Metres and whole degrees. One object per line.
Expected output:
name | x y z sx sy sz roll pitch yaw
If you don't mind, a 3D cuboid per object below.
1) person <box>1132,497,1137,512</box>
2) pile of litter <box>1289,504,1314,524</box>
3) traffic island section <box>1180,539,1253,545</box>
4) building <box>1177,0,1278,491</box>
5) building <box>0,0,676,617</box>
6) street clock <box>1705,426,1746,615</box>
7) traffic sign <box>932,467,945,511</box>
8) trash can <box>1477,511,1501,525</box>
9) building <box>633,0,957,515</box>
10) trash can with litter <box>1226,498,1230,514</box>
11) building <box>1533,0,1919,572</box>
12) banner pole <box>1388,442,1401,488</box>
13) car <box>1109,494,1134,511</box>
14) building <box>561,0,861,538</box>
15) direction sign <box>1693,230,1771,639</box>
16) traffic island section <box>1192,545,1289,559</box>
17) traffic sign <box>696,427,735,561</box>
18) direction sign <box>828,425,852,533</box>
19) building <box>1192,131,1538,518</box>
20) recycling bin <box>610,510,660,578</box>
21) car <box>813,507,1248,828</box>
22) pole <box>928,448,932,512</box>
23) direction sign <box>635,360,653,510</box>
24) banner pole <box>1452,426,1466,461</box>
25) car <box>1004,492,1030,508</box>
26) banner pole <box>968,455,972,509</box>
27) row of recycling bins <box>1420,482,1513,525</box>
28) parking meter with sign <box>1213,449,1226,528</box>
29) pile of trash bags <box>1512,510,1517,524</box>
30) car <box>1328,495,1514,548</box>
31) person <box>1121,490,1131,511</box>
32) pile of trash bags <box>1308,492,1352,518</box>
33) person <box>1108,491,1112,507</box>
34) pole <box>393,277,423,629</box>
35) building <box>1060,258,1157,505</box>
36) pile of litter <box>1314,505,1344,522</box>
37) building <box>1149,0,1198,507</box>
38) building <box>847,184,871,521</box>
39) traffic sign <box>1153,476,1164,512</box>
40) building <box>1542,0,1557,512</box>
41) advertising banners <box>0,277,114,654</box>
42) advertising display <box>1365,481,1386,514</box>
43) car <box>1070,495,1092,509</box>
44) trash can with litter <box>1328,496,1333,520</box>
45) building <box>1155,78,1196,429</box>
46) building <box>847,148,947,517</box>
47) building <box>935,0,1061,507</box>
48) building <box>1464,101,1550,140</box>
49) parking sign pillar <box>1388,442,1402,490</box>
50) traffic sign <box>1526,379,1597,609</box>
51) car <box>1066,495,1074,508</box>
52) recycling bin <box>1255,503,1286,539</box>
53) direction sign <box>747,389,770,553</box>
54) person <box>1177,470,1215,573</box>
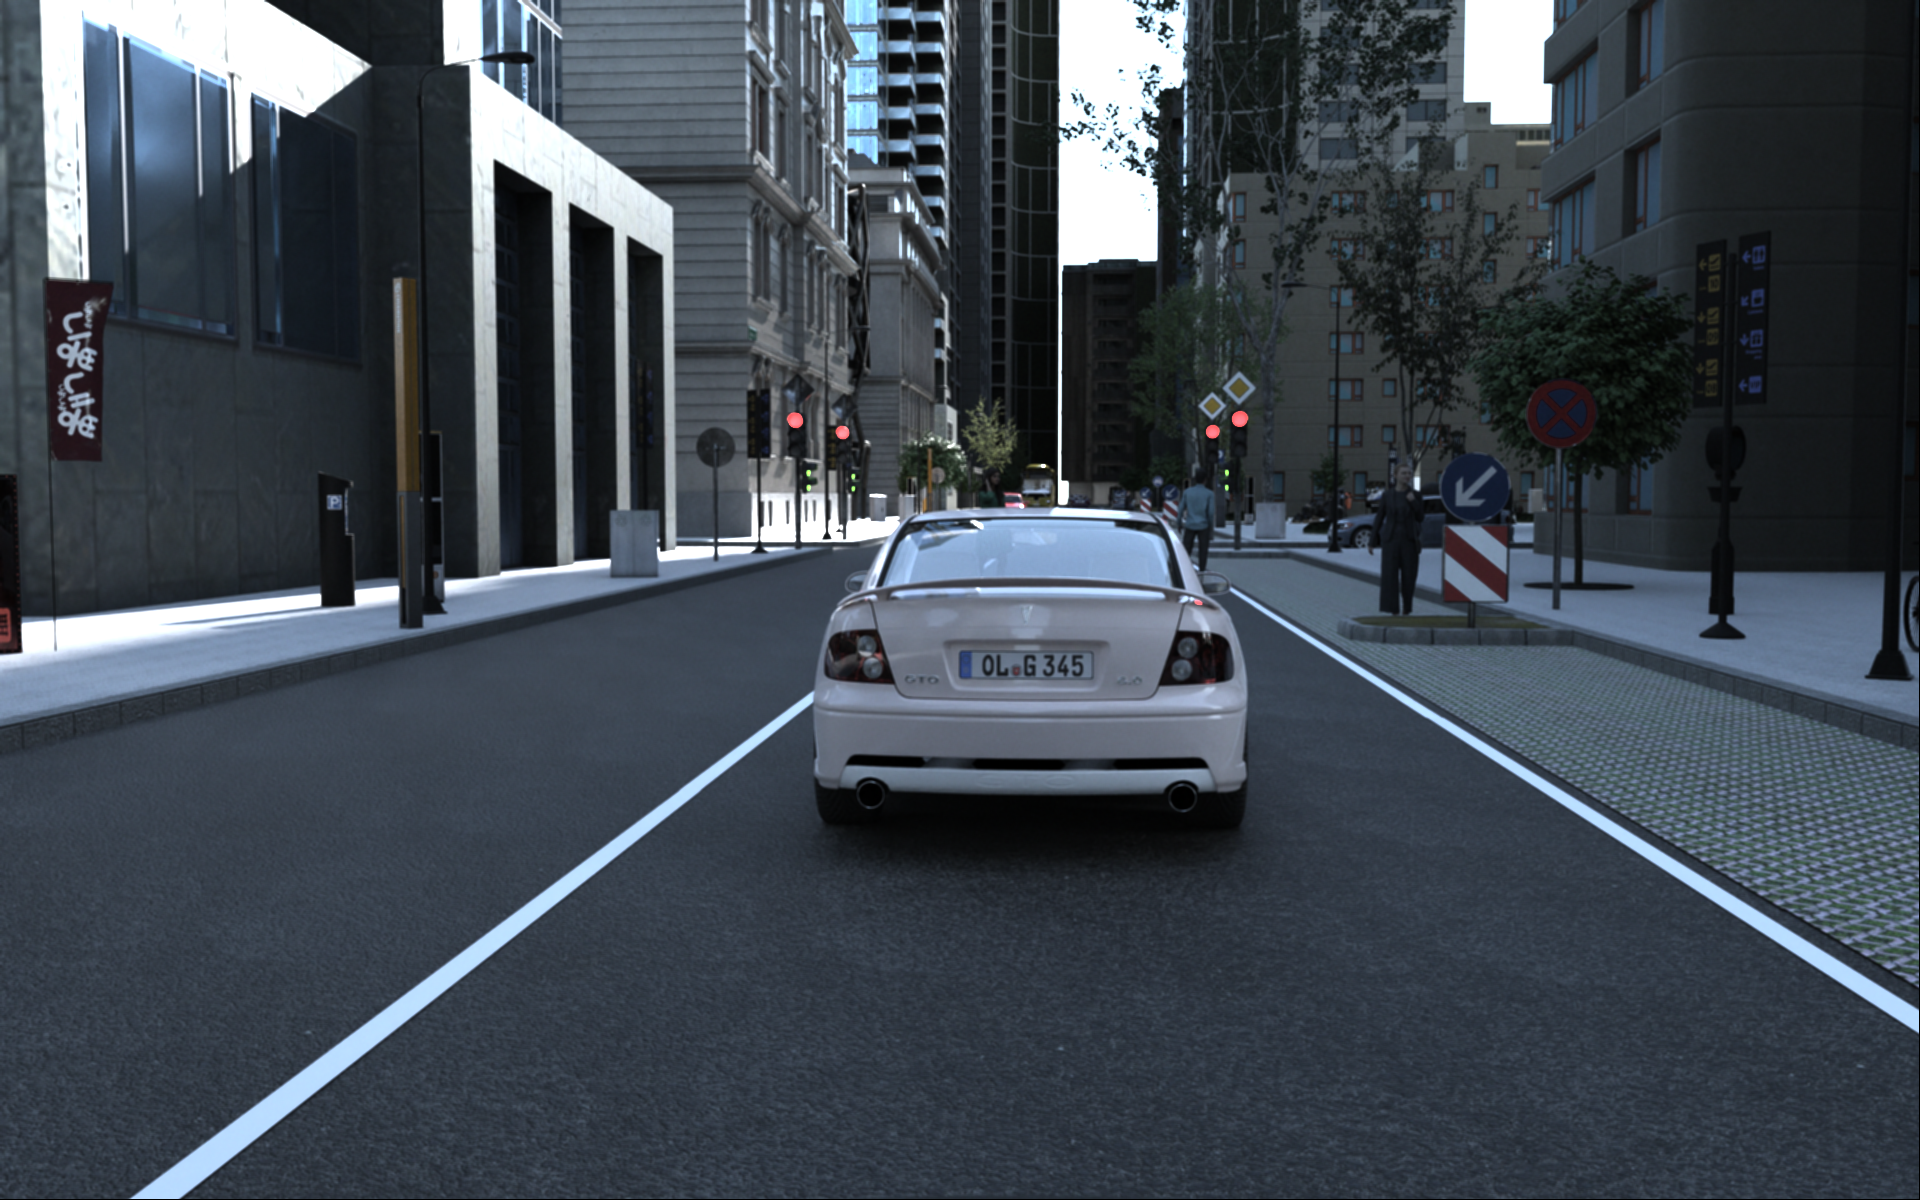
person | 11.548 -6.216 114.822 0.352 1.250 0.332 1 4 15
pile of litter | 15.273 -3.784 75.829 1.719 0.858 1.176 1 4 11
traffic island section | 6.925 -1.551 47.642 2.009 0.180 2.903 0 4 4
building | 27.680 -42.807 138.154 20.563 71.187 20.611 0 4 4
building | -22.676 -43.669 26.661 31.000 86.520 22.319 0 4 4
street clock | 8.129 -0.848 18.428 0.471 2.002 0.358 -3 5 -41
traffic sign | -1.082 -5.004 81.924 0.768 2.556 0.104 1 4 12
trash can | 11.253 -1.554 37.061 0.748 1.137 0.748 0 3 0
building | -11.027 -50.465 137.778 22.319 86.520 31.000 0 4 4
trash can with litter | 13.590 -4.711 88.408 1.055 1.170 0.624 -3 5 -42
building | 25.230 -10.797 21.565 27.650 21.520 28.899 0 4 4
banner pole | 20.875 -5.693 83.095 0.401 3.779 0.863 -3 5 -40
car | 13.004 -7.769 139.019 2.014 1.417 4.499 0 4 4
building | -11.558 -16.774 61.649 14.401 28.519 23.554 0 4 4
direction sign | 6.819 -1.431 15.386 0.379 3.537 0.876 -1 4 -17
traffic island section | 6.376 -1.064 39.676 2.009 0.180 2.903 0 4 4
traffic sign | -4.669 -2.016 33.069 0.768 2.556 0.104 1 4 10
direction sign | -3.999 -3.992 57.269 0.876 3.537 0.379 -2 4 -25
building | 29.273 -16.024 107.030 27.650 21.520 28.899 0 4 4
recycling bin | -5.058 -0.881 26.958 0.722 1.027 0.722 0 4 -7
car | 0.385 0.214 8.856 2.083 1.381 4.827 0 4 3
pole | -1.336 -5.074 76.802 0.158 3.312 0.155 0 3 0
direction sign | -5.410 -2.308 29.739 0.379 3.537 0.876 0 4 7
banner pole | 18.316 -4.500 63.590 0.863 3.779 0.401 -2 4 -33
car | 2.234 -4.441 81.645 2.155 1.783 4.494 0 4 4
banner pole | 0.633 -7.381 110.699 0.401 3.779 0.863 -1 4 -15
row of recycling bins | 17.470 -3.229 59.915 3.534 1.692 1.069 -1 4 -18
parking meter with sign | 10.001 -4.317 66.838 0.543 3.016 1.738 0 4 3
pile of trash bags | 21.925 -3.937 74.124 3.447 1.369 1.912 0 4 -4
car | 11.476 -1.913 43.272 4.499 1.417 2.014 0 4 2
person | 12.586 -7.459 131.251 0.742 1.727 0.445 -1 4 -15
pile of trash bags | 19.791 -5.032 92.029 1.912 1.369 3.447 3 5 44
person | 15.582 -10.475 180.450 0.721 1.739 1.217 0 4 -6
pole | -5.252 -1.384 16.476 0.158 3.312 0.155 0 3 0
building | 19.447 -27.122 215.139 14.107 30.474 14.160 0 4 4
pile of litter | 14.929 -3.286 67.695 1.719 0.858 1.176 0 4 1
building | 29.930 -52.029 163.350 22.319 86.520 31.000 0 4 4
building | -12.877 -13.150 82.462 16.820 18.784 16.811 0 4 4
traffic sign | 13.908 -7.432 121.626 0.768 2.556 0.104 1 4 10
building | 35.552 -26.798 57.751 30.456 49.044 23.786 0 4 4
advertising banners | -7.793 -1.074 13.740 2.074 3.025 0.090 -3 4 -38
advertising display | 20.755 -4.974 86.539 0.974 1.923 0.123 1 4 20
car | 10.525 -8.482 151.255 1.945 1.354 3.894 0 4 6
trash can with litter | 13.448 -3.133 62.280 1.678 1.210 2.233 0 4 6
building | 28.472 -32.857 187.319 14.600 45.320 14.200 0 4 4
building | -8.384 -16.287 108.098 13.314 21.916 24.055 0 4 4
building | 2.162 -47.661 217.511 20.611 71.187 20.563 0 4 4
building | 50.443 -29.703 177.530 23.993 40.220 32.217 0 4 4
parking sign pillar | 22.792 -6.253 90.703 1.447 3.967 1.447 2 4 26
traffic sign | 6.645 -1.169 19.223 0.768 2.556 0.104 0 4 4
car | 11.715 -9.938 174.842 2.083 1.381 4.827 0 4 3
recycling bin | 8.887 -2.264 49.564 0.722 1.027 0.722 2 4 25
direction sign | -4.366 -2.790 37.606 0.379 3.537 0.876 -3 4 -39
person | 3.824 -1.203 28.192 0.660 1.820 0.620 1 4 21
